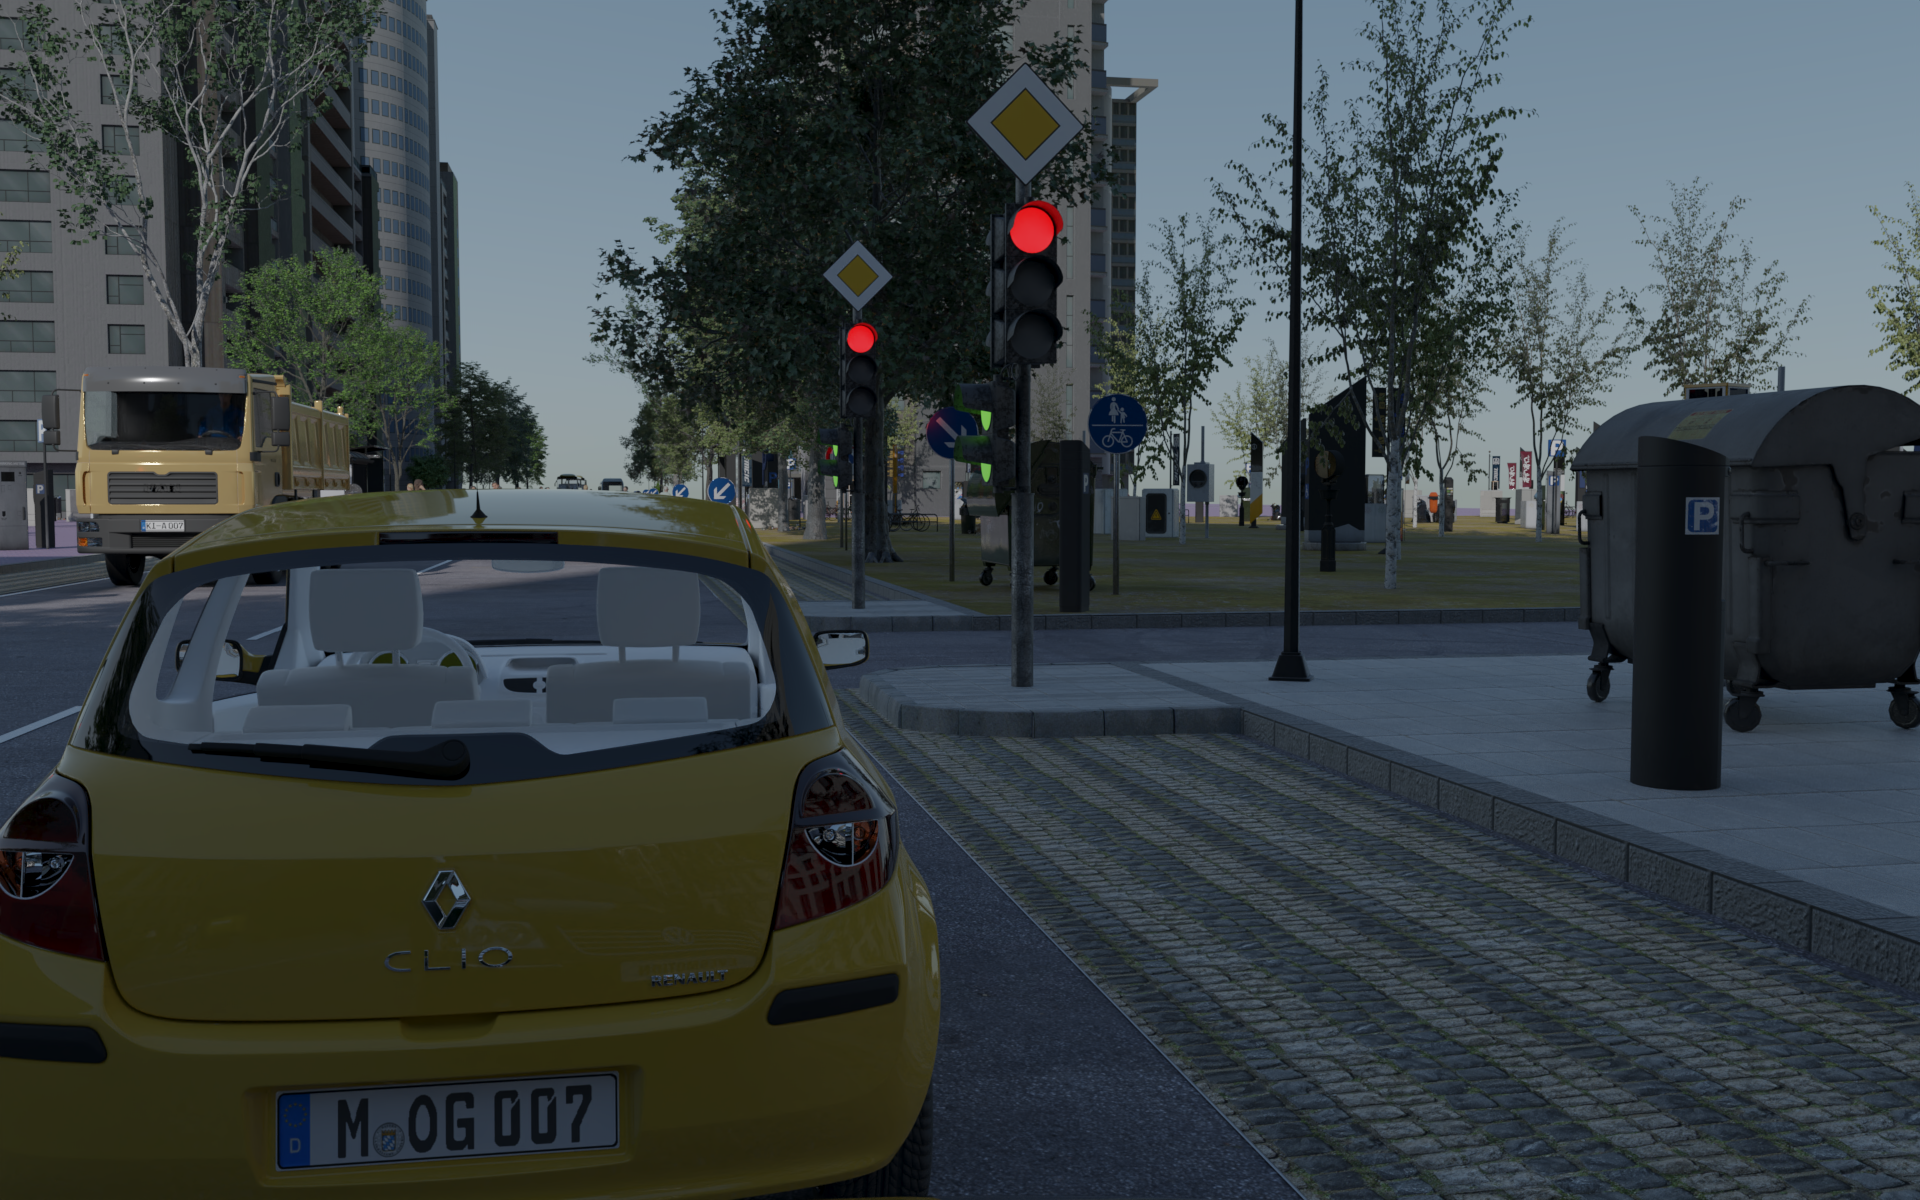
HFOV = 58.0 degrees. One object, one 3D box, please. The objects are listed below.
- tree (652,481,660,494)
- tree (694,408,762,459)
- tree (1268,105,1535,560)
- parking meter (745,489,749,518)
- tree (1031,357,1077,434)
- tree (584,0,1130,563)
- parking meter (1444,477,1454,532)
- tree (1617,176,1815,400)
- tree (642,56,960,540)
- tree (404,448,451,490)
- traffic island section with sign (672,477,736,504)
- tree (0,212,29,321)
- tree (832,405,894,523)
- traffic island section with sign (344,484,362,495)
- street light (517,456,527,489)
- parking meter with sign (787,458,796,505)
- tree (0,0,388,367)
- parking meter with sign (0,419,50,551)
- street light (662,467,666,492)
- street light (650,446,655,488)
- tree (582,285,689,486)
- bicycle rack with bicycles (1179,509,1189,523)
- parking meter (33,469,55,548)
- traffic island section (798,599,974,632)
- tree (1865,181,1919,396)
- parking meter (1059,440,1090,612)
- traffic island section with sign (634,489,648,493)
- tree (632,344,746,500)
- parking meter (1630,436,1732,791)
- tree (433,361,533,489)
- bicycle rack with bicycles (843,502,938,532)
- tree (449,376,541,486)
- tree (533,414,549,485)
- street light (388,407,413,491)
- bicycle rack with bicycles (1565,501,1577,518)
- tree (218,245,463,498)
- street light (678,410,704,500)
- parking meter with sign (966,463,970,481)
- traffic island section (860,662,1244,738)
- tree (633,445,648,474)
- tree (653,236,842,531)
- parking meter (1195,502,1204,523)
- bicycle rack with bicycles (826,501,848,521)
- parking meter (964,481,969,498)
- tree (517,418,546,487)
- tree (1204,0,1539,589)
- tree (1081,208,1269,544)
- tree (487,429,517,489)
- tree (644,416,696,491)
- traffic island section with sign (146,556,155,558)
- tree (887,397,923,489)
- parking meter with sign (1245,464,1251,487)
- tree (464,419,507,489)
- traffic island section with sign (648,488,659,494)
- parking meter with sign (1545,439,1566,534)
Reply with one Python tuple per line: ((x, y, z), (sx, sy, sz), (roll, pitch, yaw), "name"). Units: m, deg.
((-39.283, -14.099, 225.113), (1.663, 3.219, 1.824), (0, 3, 0), "tree")
((-12.082, -8.576, 90.572), (4.737, 8.622, 4.395), (0, 3, 0), "tree")
((8.779, -5.090, 33.582), (4.737, 8.622, 4.395), (0, 3, 0), "tree")
((-8.529, -3.774, 70.116), (0.372, 1.533, 0.369), (0, 3, 0), "parking meter")
((4.468, -8.744, 93.334), (4.360, 8.622, 3.978), (0, 3, 0), "tree")
((-1.626, -7.050, 32.273), (9.611, 12.733, 9.660), (0, 3, 0), "tree")
((16.683, -3.269, 59.153), (0.255, 1.863, 0.399), (0, 4, 3), "parking meter")
((17.240, -5.487, 40.070), (4.360, 8.622, 3.978), (0, 3, 0), "tree")
((-4.109, -8.694, 48.797), (9.857, 13.997, 8.962), (0, 3, 0), "tree")
((-37.478, -8.465, 122.116), (4.285, 4.588, 4.351), (0, 3, 0), "tree")
((-5.888, -2.025, 41.738), (1.989, 1.847, 2.006), (-1, 4, -11), "traffic island section with sign")
((-18.571, -4.845, 29.578), (4.737, 8.622, 4.395), (0, 3, 0), "tree")
((-5.183, -7.753, 77.126), (4.360, 8.622, 3.978), (0, 3, 0), "tree")
((-23.081, -3.503, 65.903), (1.989, 1.847, 2.006), (-1, 4, -11), "traffic island section with sign")
((-53.325, -14.567, 210.711), (1.470, 5.913, 1.316), (-1, 4, -11), "street light")
((-8.471, -5.438, 85.172), (0.543, 3.016, 1.738), (-1, 4, -15), "parking meter with sign")
((-23.912, -11.931, 50.954), (12.611, 20.169, 13.585), (0, 3, 0), "tree")
((-21.765, -2.649, 39.567), (0.543, 3.016, 1.738), (3, 5, 42), "parking meter with sign")
((-21.934, -9.738, 131.756), (1.470, 5.913, 1.316), (-1, 4, -11), "street light")
((-30.960, -12.500, 176.919), (1.470, 5.913, 1.316), (-1, 4, -11), "street light")
((-26.465, -18.141, 152.494), (12.611, 20.169, 13.585), (0, 3, 0), "tree")
((8.757, -3.819, 75.823), (2.852, 0.926, 2.925), (2, 4, 23), "bicycle rack with bicycles")
((-21.817, -2.174, 41.250), (0.399, 1.863, 0.255), (1, 4, 11), "parking meter")
((-1.115, 0.176, 19.410), (2.009, 0.180, 2.903), (-1, 4, -11), "traffic island section")
((22.978, -5.500, 40.295), (4.737, 8.622, 4.395), (0, 3, 0), "tree")
((1.254, -0.807, 18.912), (0.255, 1.863, 0.399), (1, 4, 20), "parking meter")
((-26.159, -8.274, 143.905), (1.989, 1.847, 2.006), (-1, 4, -11), "traffic island section with sign")
((-14.620, -10.088, 99.347), (8.767, 10.594, 7.601), (0, 4, -6), "tree")
((3.166, 0.048, 7.622), (0.372, 1.533, 0.369), (0, 3, 0), "parking meter")
((-41.416, -14.046, 147.771), (7.486, 12.596, 7.792), (0, 3, 0), "tree")
((-2.135, -2.821, 59.500), (2.925, 0.926, 2.852), (-1, 4, -23), "bicycle rack with bicycles")
((-49.988, -17.115, 186.491), (9.857, 13.997, 8.962), (0, 3, 0), "tree")
((-59.659, -19.531, 237.461), (7.486, 12.596, 7.792), (0, 3, 0), "tree")
((-29.706, -7.304, 91.955), (1.470, 5.913, 1.316), (-1, 4, -11), "street light")
((32.013, -4.867, 92.953), (2.925, 0.926, 2.852), (2, 4, 31), "bicycle rack with bicycles")
((-26.683, -8.913, 71.483), (9.928, 11.665, 9.643), (0, 3, 0), "tree")
((-14.645, -7.484, 94.910), (1.470, 5.913, 1.316), (-1, 4, -11), "street light")
((1.249, -6.120, 96.329), (1.738, 3.016, 0.543), (1, 4, 16), "parking meter with sign")
((0.439, 0.655, 11.578), (2.009, 0.180, 2.903), (-1, 4, -11), "traffic island section")
((-41.296, -19.046, 237.155), (9.928, 11.665, 9.643), (0, 3, 0), "tree")
((-6.408, -8.613, 58.957), (7.486, 12.596, 7.792), (0, 3, 0), "tree")
((10.786, -4.412, 77.851), (0.399, 1.863, 0.255), (1, 4, 15), "parking meter")
((-5.803, -4.300, 83.682), (2.925, 0.926, 2.852), (-1, 4, -18), "bicycle rack with bicycles")
((0.352, -4.349, 76.823), (0.255, 1.863, 0.399), (2, 4, 32), "parking meter")
((-58.519, -18.463, 227.623), (9.928, 11.665, 9.643), (0, 3, 0), "tree")
((5.741, -4.471, 23.470), (4.360, 8.622, 3.978), (0, 3, 0), "tree")
((5.531, -5.750, 44.383), (4.737, 8.622, 4.395), (0, 3, 0), "tree")
((-32.790, -10.702, 100.741), (9.928, 11.665, 9.643), (0, 3, 0), "tree")
((-22.150, -11.339, 135.761), (4.360, 8.622, 3.978), (0, 3, 0), "tree")
((-17.821, -1.881, 39.380), (1.989, 1.847, 2.006), (-1, 4, -11), "traffic island section with sign")
((-4.140, -8.734, 93.169), (4.737, 8.622, 4.395), (0, 3, 0), "tree")
((16.464, -6.222, 97.995), (0.543, 3.016, 1.738), (0, 4, 5), "parking meter with sign")
((-43.161, -12.637, 156.974), (4.360, 8.622, 3.978), (0, 3, 0), "tree")
((-11.130, -3.642, 68.180), (1.989, 1.847, 2.006), (-1, 4, -11), "traffic island section with sign")
((19.214, -3.656, 56.043), (0.543, 3.016, 1.738), (1, 4, 14), "parking meter with sign")
